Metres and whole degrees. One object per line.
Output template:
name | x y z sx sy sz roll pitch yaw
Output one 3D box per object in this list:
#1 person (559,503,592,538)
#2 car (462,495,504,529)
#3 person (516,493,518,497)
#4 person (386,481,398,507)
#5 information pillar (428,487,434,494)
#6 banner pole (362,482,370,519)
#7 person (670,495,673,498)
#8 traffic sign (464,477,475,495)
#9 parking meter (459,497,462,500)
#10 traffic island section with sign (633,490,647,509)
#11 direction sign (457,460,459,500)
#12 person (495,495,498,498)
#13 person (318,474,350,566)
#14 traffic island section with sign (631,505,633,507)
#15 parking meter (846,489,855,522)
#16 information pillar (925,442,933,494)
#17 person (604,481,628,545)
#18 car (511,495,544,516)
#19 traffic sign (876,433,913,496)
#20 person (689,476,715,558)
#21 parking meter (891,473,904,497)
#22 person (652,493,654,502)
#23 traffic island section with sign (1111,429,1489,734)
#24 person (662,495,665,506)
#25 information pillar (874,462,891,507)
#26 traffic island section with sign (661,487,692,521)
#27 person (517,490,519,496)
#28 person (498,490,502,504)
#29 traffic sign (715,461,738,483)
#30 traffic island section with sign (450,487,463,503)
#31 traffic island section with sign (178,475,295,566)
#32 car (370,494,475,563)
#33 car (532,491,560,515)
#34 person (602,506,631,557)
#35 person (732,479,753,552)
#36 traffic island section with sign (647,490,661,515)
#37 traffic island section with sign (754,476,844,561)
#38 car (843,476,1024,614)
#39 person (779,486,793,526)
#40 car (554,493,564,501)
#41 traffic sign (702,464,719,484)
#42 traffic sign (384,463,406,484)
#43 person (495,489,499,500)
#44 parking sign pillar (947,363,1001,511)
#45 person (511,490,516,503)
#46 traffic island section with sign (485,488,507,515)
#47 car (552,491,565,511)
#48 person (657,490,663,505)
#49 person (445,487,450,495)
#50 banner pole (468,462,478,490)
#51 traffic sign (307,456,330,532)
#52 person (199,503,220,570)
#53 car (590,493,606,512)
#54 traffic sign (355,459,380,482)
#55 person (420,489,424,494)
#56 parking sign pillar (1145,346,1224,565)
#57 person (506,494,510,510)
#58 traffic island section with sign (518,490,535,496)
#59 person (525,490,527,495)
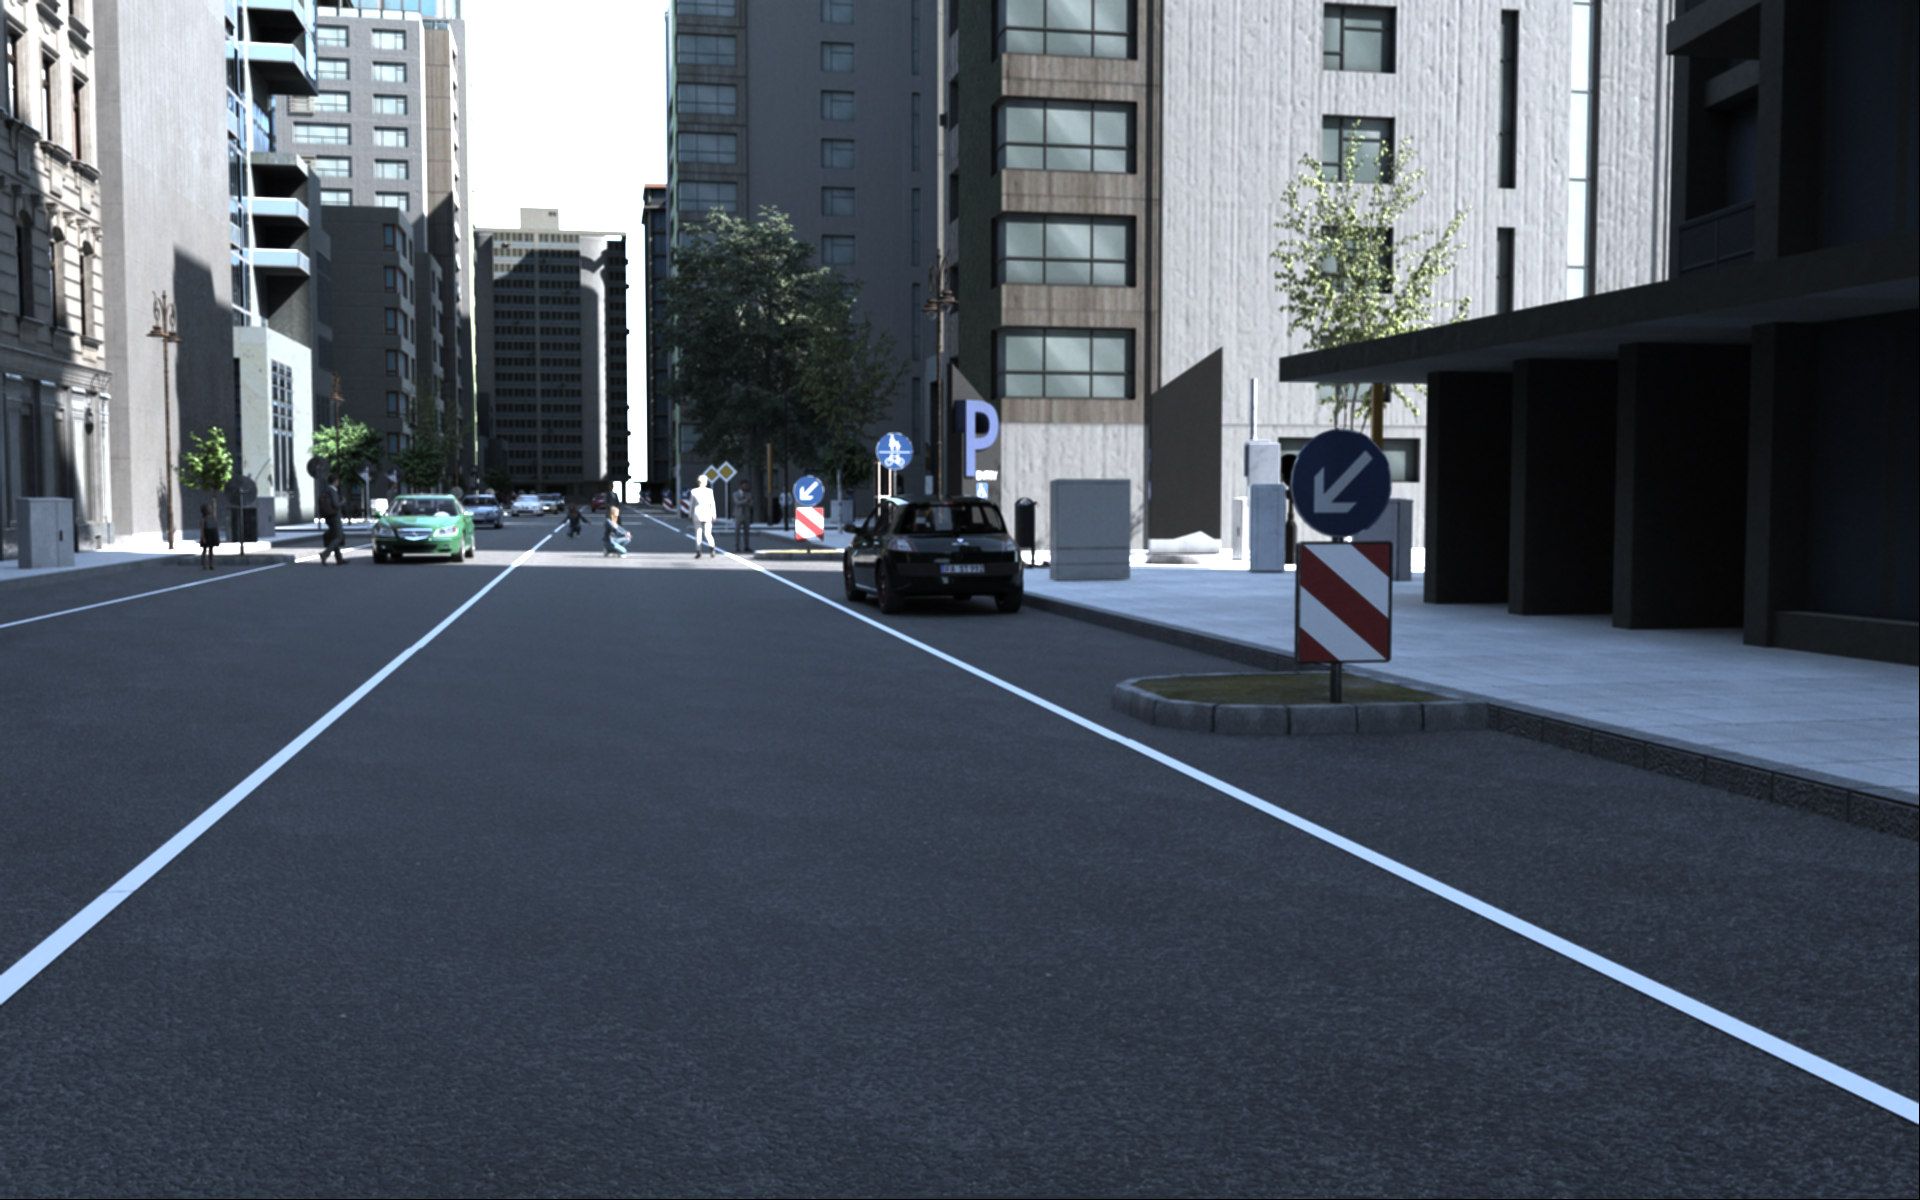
person | -12.523 -2.603 56.559 1.012 1.151 0.738 0 4 -3
car | -20.056 -3.694 72.399 2.014 1.417 4.499 -1 4 -13
person | -53.444 -12.157 207.994 0.628 1.438 0.799 0 4 -1
person | -16.647 -2.591 50.970 0.767 1.812 0.694 0 4 -7
information pillar | -34.707 -6.678 113.673 0.304 2.012 0.304 3 4 37
banner pole | -30.426 -6.026 88.548 0.401 3.779 0.863 1 4 16
person | -29.002 -10.081 174.085 0.599 1.433 0.991 3 5 41
traffic sign | -35.596 -7.679 125.649 0.768 2.556 0.104 -1 4 -8
parking meter | -33.653 -6.608 116.444 0.372 1.533 0.369 0 3 0
traffic island section with sign | -30.384 -9.732 167.740 1.989 1.847 2.006 -1 4 -12
direction sign | -33.082 -7.478 114.264 0.379 3.537 0.876 -1 4 -10
person | -44.070 -9.580 162.814 1.348 1.807 0.705 -3 5 -42
person | -12.648 -1.616 34.881 0.622 1.834 0.822 2 4 35
traffic island section with sign | -35.867 -11.346 194.134 1.989 1.847 2.006 -1 4 -12
parking meter | -4.995 -4.322 79.079 0.372 1.533 0.369 0 3 0
information pillar | -1.391 -5.295 77.930 0.183 3.616 0.504 -3 4 -39
person | -9.736 -2.457 48.943 0.573 1.790 0.520 2 4 32
car | -28.141 -6.140 112.753 2.083 1.381 4.827 -1 4 -10
traffic sign | -1.365 -2.197 36.034 0.768 2.556 0.104 -1 4 -10
person | -5.690 -1.836 38.392 0.514 1.842 0.818 -2 4 -30
parking meter | -1.801 -2.647 48.984 0.255 1.863 0.399 3 5 39
person | -38.236 -12.642 215.999 0.557 1.426 1.065 -1 4 -15
traffic island section with sign | 2.072 -0.164 11.315 1.989 1.847 2.006 -1 4 -12
person | -31.095 -10.796 182.422 0.599 1.838 0.709 0 4 7
information pillar | -1.779 -2.160 39.815 0.304 2.012 0.304 -1 4 -21
traffic island section with sign | -14.683 -5.102 92.041 1.989 1.847 2.006 -1 4 -12
person | -53.955 -12.570 211.522 1.348 1.831 0.705 3 5 41
person | -48.345 -10.716 181.930 0.721 1.739 1.217 1 4 10
traffic sign | -8.073 -3.538 60.034 0.795 2.593 0.064 -1 4 -12
traffic island section with sign | -26.198 -4.999 90.358 1.989 1.847 2.006 -1 4 -12
traffic island section with sign | -14.860 -1.657 35.718 1.989 1.847 2.006 -1 4 -12
car | -11.602 -1.579 37.619 2.131 1.459 4.920 -1 4 -12
car | -28.696 -6.720 119.661 2.009 1.686 4.222 -1 4 -13
person | -7.740 -1.553 39.392 0.738 1.151 1.012 0 4 6
person | -5.390 -2.110 43.186 0.511 1.800 0.466 -3 5 -42
traffic island section with sign | -20.165 -6.716 118.435 1.989 1.847 2.006 -1 4 -12
traffic island section with sign | -3.538 -1.817 38.338 1.989 1.847 2.006 -1 4 -12
car | -0.417 -0.760 22.210 2.009 1.686 4.222 -1 4 -13
person | -7.038 -3.795 69.899 0.589 1.601 0.330 1 4 19
car | -44.934 -11.186 192.480 1.945 1.707 3.694 -1 4 -11
traffic sign | -9.696 -4.016 67.853 0.795 2.593 0.064 -1 4 -12
traffic sign | -21.347 -3.870 65.464 0.795 2.593 0.064 -1 4 -12
person | -45.227 -9.899 168.687 0.742 1.727 0.445 2 4 23
parking sign pillar | 0.302 -2.918 36.185 1.447 3.967 1.447 3 5 40
person | -51.936 -11.910 201.708 0.756 1.711 0.436 3 4 37
traffic island section with sign | -31.924 -6.686 117.941 1.989 1.847 2.006 -1 4 -12
car | -33.826 -8.199 143.842 2.009 1.686 4.222 -1 4 -10
person | -34.695 -11.968 201.743 1.348 1.821 0.705 -1 4 -20
person | -36.976 -7.263 125.032 0.529 1.795 0.600 0 4 -6
banner pole | -37.448 -8.747 133.036 0.863 3.779 0.401 -1 4 -9
traffic sign | -21.602 -3.562 58.344 0.768 2.556 0.104 0 4 -6
person | -14.173 -1.197 32.735 0.373 1.253 0.362 3 5 39
car | -28.389 -7.876 137.818 2.155 1.783 4.494 -1 4 -11
traffic sign | -19.723 -3.392 57.645 0.795 2.593 0.064 -1 4 -12
person | -31.243 -5.667 100.506 0.589 1.601 0.330 0 4 2
parking sign pillar | 4.142 -2.656 31.901 1.447 3.967 1.447 0 4 0
person | -39.926 -8.658 153.277 0.599 1.433 0.991 0 4 -7
traffic island section with sign | -41.744 -9.578 165.234 1.989 1.847 2.006 -1 4 -12
person | -42.468 -9.854 169.611 0.705 1.824 1.348 -1 4 -12
